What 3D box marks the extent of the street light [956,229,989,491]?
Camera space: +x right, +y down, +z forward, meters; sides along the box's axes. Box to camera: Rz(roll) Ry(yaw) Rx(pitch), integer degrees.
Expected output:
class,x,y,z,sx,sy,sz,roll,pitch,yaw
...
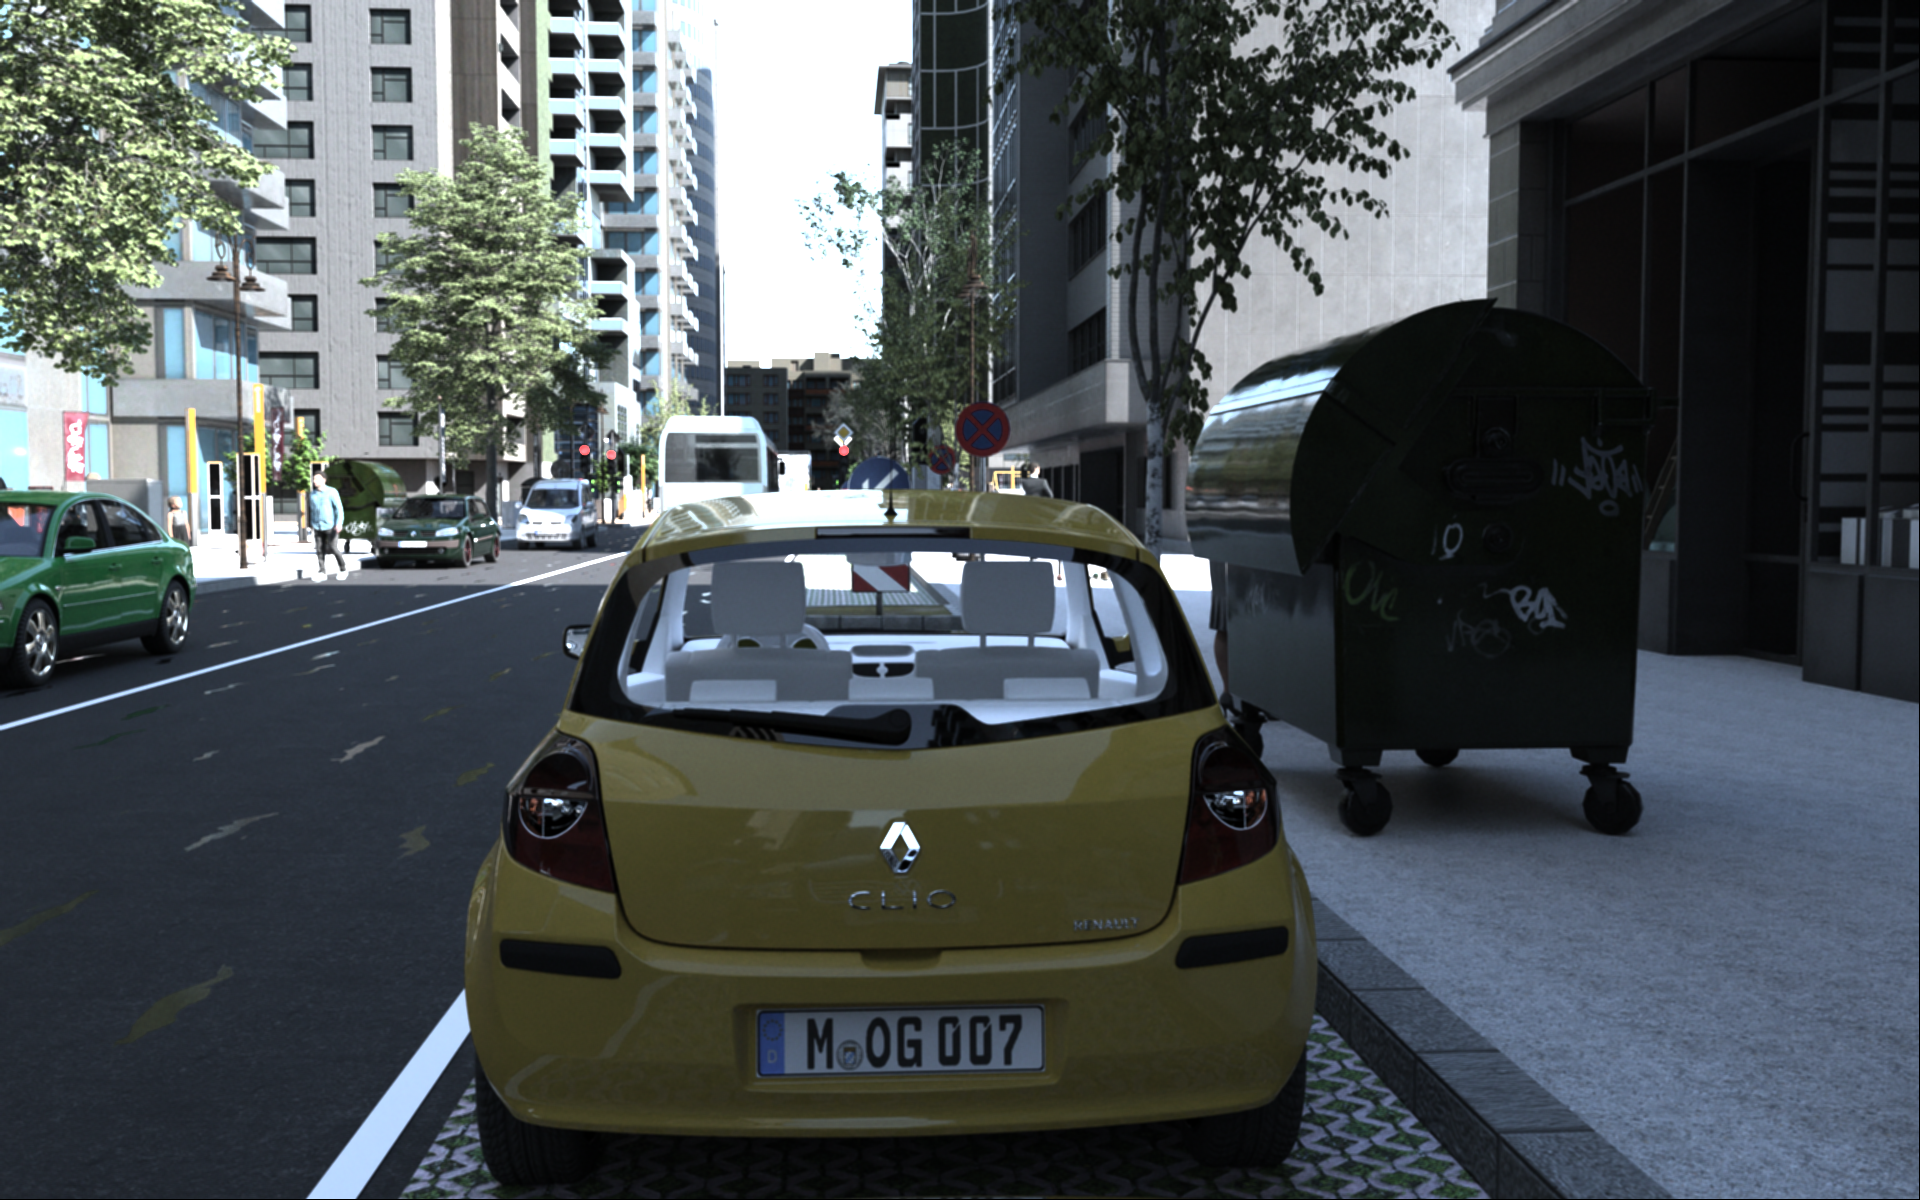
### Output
class,x,y,z,sx,sy,sz,roll,pitch,yaw
street light,0.208,-3.530,30.497,0.468,5.910,1.993,0,4,-4

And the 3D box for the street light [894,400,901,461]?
class,x,y,z,sx,sy,sz,roll,pitch,yaw
street light,-2.529,-5.781,67.301,0.468,5.910,1.993,0,4,-4

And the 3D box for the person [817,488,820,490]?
class,x,y,z,sx,sy,sz,roll,pitch,yaw
person,-8.905,-6.209,109.879,0.748,1.841,0.638,-1,4,-14

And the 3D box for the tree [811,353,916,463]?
class,x,y,z,sx,sy,sz,roll,pitch,yaw
tree,-7.736,-14.551,148.285,12.009,13.543,11.850,0,3,0

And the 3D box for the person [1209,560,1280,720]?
class,x,y,z,sx,sy,sz,roll,pitch,yaw
person,1.738,-0.212,9.875,0.532,1.782,0.716,-2,4,-32

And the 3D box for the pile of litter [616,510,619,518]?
class,x,y,z,sx,sy,sz,roll,pitch,yaw
pile of litter,-18.640,-4.765,91.880,1.719,0.858,1.176,-2,4,-24

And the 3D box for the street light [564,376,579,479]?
class,x,y,z,sx,sy,sz,roll,pitch,yaw
street light,-14.837,-5.710,66.153,0.468,5.910,1.993,0,4,-4

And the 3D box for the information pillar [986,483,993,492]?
class,x,y,z,sx,sy,sz,roll,pitch,yaw
information pillar,1.940,-6.688,113.841,0.304,2.012,0.304,3,5,41

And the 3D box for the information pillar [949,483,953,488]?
class,x,y,z,sx,sy,sz,roll,pitch,yaw
information pillar,-0.790,-7.648,129.528,0.304,2.012,0.304,-1,4,-20

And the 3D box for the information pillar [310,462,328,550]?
class,x,y,z,sx,sy,sz,roll,pitch,yaw
information pillar,-14.652,-2.151,39.664,0.304,2.012,0.304,0,4,3

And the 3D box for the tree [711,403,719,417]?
class,x,y,z,sx,sy,sz,roll,pitch,yaw
tree,-19.619,-10.959,129.546,4.737,8.622,4.395,0,3,0

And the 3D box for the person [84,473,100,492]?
class,x,y,z,sx,sy,sz,roll,pitch,yaw
person,-13.105,-1.121,26.184,0.589,1.601,0.330,3,5,42

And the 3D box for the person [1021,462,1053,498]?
class,x,y,z,sx,sy,sz,roll,pitch,yaw
person,1.520,-1.743,33.904,0.648,1.900,0.474,0,4,5

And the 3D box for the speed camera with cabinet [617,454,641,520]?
class,x,y,z,sx,sy,sz,roll,pitch,yaw
speed camera with cabinet,-16.656,-5.680,87.203,0.660,3.252,2.038,1,4,9

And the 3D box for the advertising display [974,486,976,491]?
class,x,y,z,sx,sy,sz,roll,pitch,yaw
advertising display,1.123,-8.560,145.176,0.123,1.923,0.974,-2,4,-24

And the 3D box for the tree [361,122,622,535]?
class,x,y,z,sx,sy,sz,roll,pitch,yaw
tree,-14.334,-8.258,53.142,7.486,12.596,7.792,0,3,0

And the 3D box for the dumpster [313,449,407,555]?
class,x,y,z,sx,sy,sz,roll,pitch,yaw
dumpster,-12.832,-2.113,37.038,1.502,2.255,1.985,0,4,-4

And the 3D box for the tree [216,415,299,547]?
class,x,y,z,sx,sy,sz,roll,pitch,yaw
tree,-17.255,-2.912,42.206,1.663,3.219,1.824,0,3,0

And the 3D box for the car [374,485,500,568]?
class,x,y,z,sx,sy,sz,roll,pitch,yaw
car,-10.473,-1.533,34.856,2.009,1.686,4.222,0,4,-3

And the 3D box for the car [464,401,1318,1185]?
class,x,y,z,sx,sy,sz,roll,pitch,yaw
car,-0.231,0.316,5.064,2.015,1.641,3.980,0,4,-4

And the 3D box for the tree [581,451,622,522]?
class,x,y,z,sx,sy,sz,roll,pitch,yaw
tree,-16.057,-5.133,78.525,1.663,3.219,1.824,0,3,0

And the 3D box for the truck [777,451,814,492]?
class,x,y,z,sx,sy,sz,roll,pitch,yaw
truck,-11.411,-7.907,118.190,2.839,4.237,11.283,0,4,-5

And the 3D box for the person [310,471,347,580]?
class,x,y,z,sx,sy,sz,roll,pitch,yaw
person,-10.589,-1.256,29.059,0.660,1.820,0.620,1,4,15

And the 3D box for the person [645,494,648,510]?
class,x,y,z,sx,sy,sz,roll,pitch,yaw
person,-25.040,-7.837,138.454,0.475,1.303,0.640,-2,4,-33

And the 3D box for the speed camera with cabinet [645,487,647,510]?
class,x,y,z,sx,sy,sz,roll,pitch,yaw
speed camera with cabinet,-25.229,-9.115,143.367,2.038,3.252,0.660,-1,4,-11

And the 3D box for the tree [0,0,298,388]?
class,x,y,z,sx,sy,sz,roll,pitch,yaw
tree,-11.799,-6.272,20.675,7.486,12.596,7.792,0,3,0

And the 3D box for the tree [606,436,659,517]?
class,x,y,z,sx,sy,sz,roll,pitch,yaw
tree,-18.317,-6.919,96.841,4.285,4.588,4.351,0,3,0

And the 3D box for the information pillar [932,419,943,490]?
class,x,y,z,sx,sy,sz,roll,pitch,yaw
information pillar,-0.743,-3.610,50.383,0.504,3.616,0.183,2,4,27

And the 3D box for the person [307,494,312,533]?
class,x,y,z,sx,sy,sz,roll,pitch,yaw
person,-21.174,-3.096,56.850,0.473,1.802,0.592,1,4,23

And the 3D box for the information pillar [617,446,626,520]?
class,x,y,z,sx,sy,sz,roll,pitch,yaw
information pillar,-16.535,-5.708,84.680,0.504,3.616,0.183,3,4,38

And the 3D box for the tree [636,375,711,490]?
class,x,y,z,sx,sy,sz,roll,pitch,yaw
tree,-18.033,-9.556,106.595,4.737,8.622,4.395,0,3,0

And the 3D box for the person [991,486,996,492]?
class,x,y,z,sx,sy,sz,roll,pitch,yaw
person,2.067,-5.945,103.661,0.534,1.772,0.576,1,4,12

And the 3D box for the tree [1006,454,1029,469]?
class,x,y,z,sx,sy,sz,roll,pitch,yaw
tree,4.449,-9.569,106.820,4.360,8.622,3.978,0,3,0

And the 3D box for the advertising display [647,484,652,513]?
class,x,y,z,sx,sy,sz,roll,pitch,yaw
advertising display,-20.687,-6.741,115.421,0.123,1.923,0.974,0,4,1

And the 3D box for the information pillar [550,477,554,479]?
class,x,y,z,sx,sy,sz,roll,pitch,yaw
information pillar,-17.583,-4.327,75.243,0.304,2.012,0.304,-3,4,-38

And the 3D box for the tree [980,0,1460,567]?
class,x,y,z,sx,sy,sz,roll,pitch,yaw
tree,1.838,-3.898,14.100,4.737,8.622,4.395,0,3,0

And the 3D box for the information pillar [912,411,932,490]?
class,x,y,z,sx,sy,sz,roll,pitch,yaw
information pillar,-1.130,-3.531,49.092,0.504,3.616,0.183,-3,5,-42

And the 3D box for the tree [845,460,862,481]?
class,x,y,z,sx,sy,sz,roll,pitch,yaw
tree,-9.199,-10.854,161.178,4.285,4.588,4.351,0,3,0

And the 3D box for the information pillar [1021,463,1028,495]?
class,x,y,z,sx,sy,sz,roll,pitch,yaw
information pillar,4.492,-7.902,120.552,0.504,3.616,0.183,1,4,15

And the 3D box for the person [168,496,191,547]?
class,x,y,z,sx,sy,sz,roll,pitch,yaw
person,-12.511,-1.042,27.743,0.373,1.253,0.362,2,4,35

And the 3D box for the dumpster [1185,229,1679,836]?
class,x,y,z,sx,sy,sz,roll,pitch,yaw
dumpster,1.872,-0.291,7.246,1.502,2.255,1.985,0,4,-4

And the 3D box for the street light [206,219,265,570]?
class,x,y,z,sx,sy,sz,roll,pitch,yaw
street light,-12.208,-3.459,29.341,0.468,5.910,1.993,0,4,-4

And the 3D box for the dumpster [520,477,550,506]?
class,x,y,z,sx,sy,sz,roll,pitch,yaw
dumpster,-14.663,-3.359,60.670,1.264,1.857,1.865,0,4,-4

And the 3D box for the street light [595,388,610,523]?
class,x,y,z,sx,sy,sz,roll,pitch,yaw
street light,-15.569,-6.280,75.459,0.468,5.910,1.993,0,4,-4

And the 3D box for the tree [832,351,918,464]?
class,x,y,z,sx,sy,sz,roll,pitch,yaw
tree,-4.951,-10.944,113.352,7.601,10.594,8.767,0,4,-2

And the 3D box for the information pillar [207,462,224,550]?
class,x,y,z,sx,sy,sz,roll,pitch,yaw
information pillar,-17.059,-2.154,39.704,0.304,2.012,0.304,-1,4,-20

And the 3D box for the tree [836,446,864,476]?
class,x,y,z,sx,sy,sz,roll,pitch,yaw
tree,-13.893,-16.771,224.574,4.360,8.622,3.978,0,3,0

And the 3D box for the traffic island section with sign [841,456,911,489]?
class,x,y,z,sx,sy,sz,roll,pitch,yaw
traffic island section with sign,-1.001,-0.630,18.935,1.989,1.847,2.006,0,4,-4

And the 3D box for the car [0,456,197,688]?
class,x,y,z,sx,sy,sz,roll,pitch,yaw
car,-7.803,-0.326,14.131,1.959,1.807,4.718,0,4,-5

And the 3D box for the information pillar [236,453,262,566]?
class,x,y,z,sx,sy,sz,roll,pitch,yaw
information pillar,-12.791,-1.632,31.170,0.304,2.012,0.304,0,4,0

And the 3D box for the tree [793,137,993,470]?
class,x,y,z,sx,sy,sz,roll,pitch,yaw
tree,-1.419,-14.343,90.399,12.611,20.169,13.585,0,3,0
